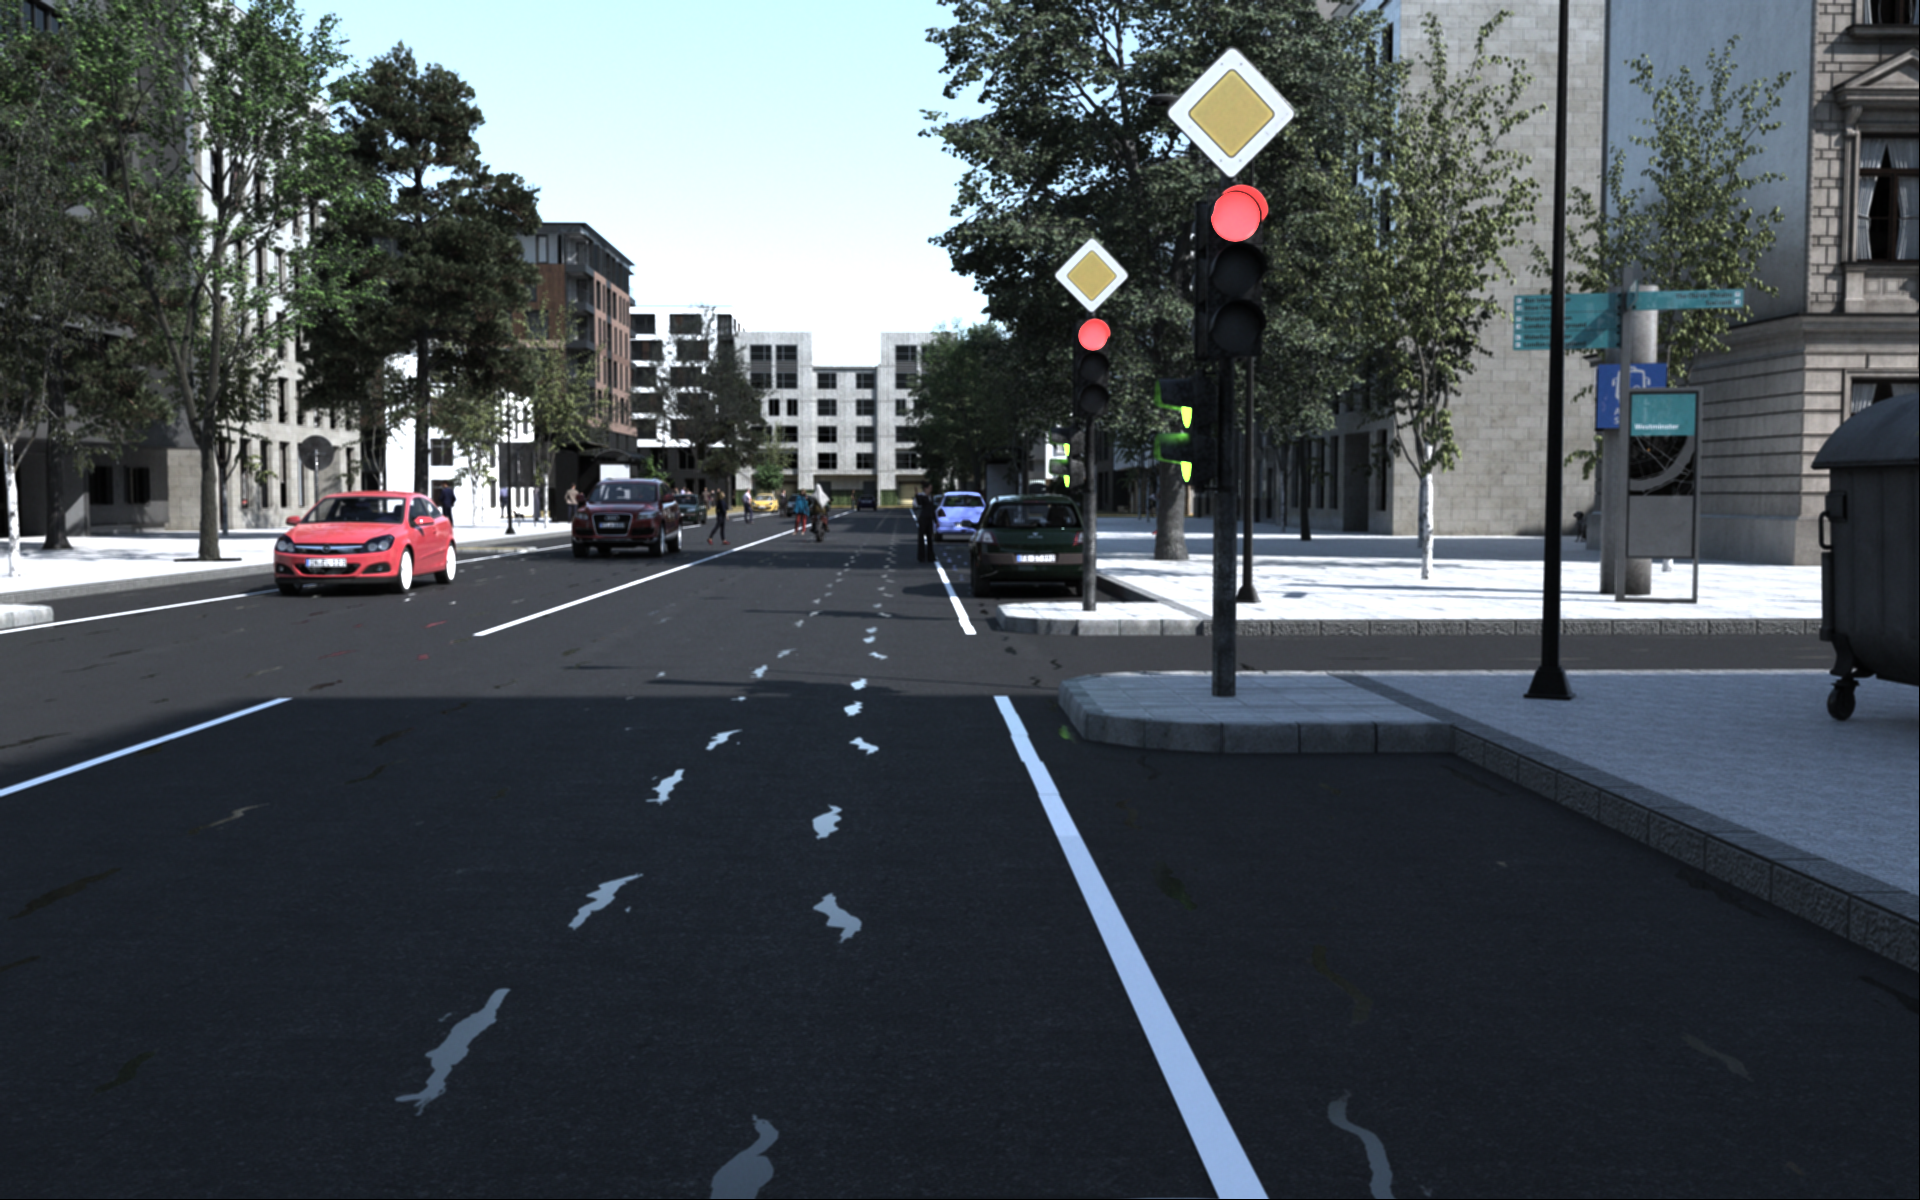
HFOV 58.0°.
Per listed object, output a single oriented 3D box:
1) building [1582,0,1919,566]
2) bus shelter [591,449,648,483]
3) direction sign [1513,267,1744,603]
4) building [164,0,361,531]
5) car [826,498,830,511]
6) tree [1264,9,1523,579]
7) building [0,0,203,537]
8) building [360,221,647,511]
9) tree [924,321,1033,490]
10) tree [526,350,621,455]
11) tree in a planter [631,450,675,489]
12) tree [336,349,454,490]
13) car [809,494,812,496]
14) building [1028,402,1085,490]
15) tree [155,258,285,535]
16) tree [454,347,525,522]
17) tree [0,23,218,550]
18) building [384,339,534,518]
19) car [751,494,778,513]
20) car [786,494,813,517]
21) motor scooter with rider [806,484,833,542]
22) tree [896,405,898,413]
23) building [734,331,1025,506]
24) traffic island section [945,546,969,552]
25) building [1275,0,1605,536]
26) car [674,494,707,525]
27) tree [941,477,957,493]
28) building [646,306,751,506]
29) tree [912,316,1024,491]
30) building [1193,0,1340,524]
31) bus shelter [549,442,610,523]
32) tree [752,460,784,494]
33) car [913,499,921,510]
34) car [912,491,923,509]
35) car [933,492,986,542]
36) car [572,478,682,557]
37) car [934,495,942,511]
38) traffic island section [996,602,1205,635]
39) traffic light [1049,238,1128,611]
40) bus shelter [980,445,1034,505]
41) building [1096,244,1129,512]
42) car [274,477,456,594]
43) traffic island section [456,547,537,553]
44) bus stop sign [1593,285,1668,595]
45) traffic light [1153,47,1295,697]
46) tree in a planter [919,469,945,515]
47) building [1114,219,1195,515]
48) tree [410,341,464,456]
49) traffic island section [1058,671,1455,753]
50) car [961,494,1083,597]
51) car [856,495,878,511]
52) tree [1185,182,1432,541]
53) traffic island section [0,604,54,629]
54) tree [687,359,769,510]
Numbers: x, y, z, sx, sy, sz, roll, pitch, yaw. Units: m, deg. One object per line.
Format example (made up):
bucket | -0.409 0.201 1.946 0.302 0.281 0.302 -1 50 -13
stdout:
building | 23.729 -10.431 35.168 19.286 19.102 10.561 0 4 -2
bus shelter | -15.740 -5.319 80.889 2.014 3.302 5.546 0 4 -2
direction sign | 7.690 -1.907 19.940 2.525 3.948 1.411 1 4 16
building | -31.446 -13.024 67.699 10.420 20.320 16.860 0 4 -2
car | -11.946 -8.242 146.562 2.131 1.459 4.920 0 4 -2
tree | 6.804 -4.612 25.764 4.737 8.622 4.395 0 3 0
building | -32.167 -13.740 43.712 14.314 24.678 30.058 0 4 -2
building | -44.822 -18.343 143.886 32.646 21.610 27.936 0 4 -2
tree | 1.371 -11.962 113.709 7.486 12.596 7.792 0 3 0
tree | -19.691 -8.496 89.273 4.360 8.622 3.978 0 3 0
tree in a planter | -12.561 -4.471 70.328 1.991 3.239 1.994 0 4 -2
tree | -20.485 -6.775 61.131 4.360 8.622 3.978 0 3 0
car | -10.590 -6.743 120.466 2.015 1.641 3.980 0 3 0
building | 12.479 -20.839 197.138 11.380 20.091 16.016 0 4 -2
tree | -22.836 -6.310 53.523 4.737 8.622 4.395 0 3 0
tree | -24.179 -8.324 86.452 4.360 8.622 3.978 0 3 0
tree | -21.022 -7.217 40.048 6.751 12.117 7.091 0 3 0
building | -30.889 -10.118 107.578 9.099 9.664 28.070 0 4 -2
car | -14.634 -7.322 129.939 2.015 1.641 3.980 0 3 0
car | -10.070 -6.088 109.330 2.009 1.686 4.222 0 4 -3
motor scooter with rider | -4.209 -2.652 52.330 0.876 1.779 1.986 0 4 -2
tree | 0.113 -13.876 133.532 9.857 13.997 8.962 0 3 0
building | -8.956 -20.209 196.875 31.486 18.905 16.747 0 4 -2
traffic island section | 0.623 -1.272 43.662 1.991 0.108 1.994 0 4 -2
building | 18.198 -12.621 61.100 10.420 20.320 16.860 0 4 -2
car | -13.049 -4.416 81.991 2.009 1.686 4.222 0 4 -1
tree | -0.743 -10.057 159.033 1.663 3.219 1.824 0 3 0
building | -41.493 -21.872 201.573 32.646 21.610 27.936 0 4 -2
tree | 0.961 -10.700 100.706 9.928 11.665 9.643 0 3 0
building | 18.770 -17.406 81.859 12.463 27.353 25.104 0 4 -2
bus shelter | -17.662 -5.463 80.596 1.731 3.624 6.357 0 4 -2
tree | -18.158 -11.069 164.685 4.285 4.588 4.351 0 3 0
car | -3.089 -8.598 152.931 2.083 1.381 4.827 0 4 -2
car | -3.653 -9.600 166.555 1.945 1.707 3.694 0 4 -3
car | 0.042 -2.647 52.869 1.945 1.707 3.694 0 4 -2
car | -7.814 -1.975 40.966 2.281 1.827 5.304 0 4 -2
car | -0.498 -3.808 74.266 2.014 1.417 4.499 0 4 0
traffic island section | 1.441 0.200 19.011 2.009 0.180 2.903 0 4 -2
traffic light | 1.400 -1.814 18.897 0.839 4.213 0.868 0 4 -2
bus shelter | 1.981 -4.915 74.278 2.014 3.302 5.546 0 4 -2
building | 24.604 -18.317 143.461 27.936 21.610 32.646 0 4 -2
car | -8.912 -1.046 26.138 2.155 1.783 4.494 0 4 -3
traffic island section | -11.670 -1.247 43.253 1.991 0.108 1.994 0 4 -2
bus stop sign | 8.554 -2.027 22.150 0.837 3.901 0.837 1 4 18
traffic light | 1.661 -1.325 10.916 0.839 4.213 0.868 0 4 -2
tree in a planter | -1.901 -7.581 121.174 1.991 3.239 1.994 0 4 -2
building | 19.050 -16.203 121.344 16.016 20.091 11.380 0 4 -2
tree | -20.035 -7.357 70.646 4.737 8.622 4.395 0 3 0
traffic island section | 1.701 0.688 11.030 2.009 0.180 2.903 0 4 -2
car | 1.020 -0.966 25.575 2.009 1.686 4.222 0 4 0
car | -8.073 -8.405 150.008 1.945 1.354 3.894 0 4 -3
tree | 9.221 -6.922 47.591 7.601 10.594 8.767 0 4 1
traffic island section | -11.194 0.225 18.605 2.009 0.180 2.903 0 4 -2
tree | -18.465 -13.179 137.537 6.751 12.117 7.091 0 3 0
